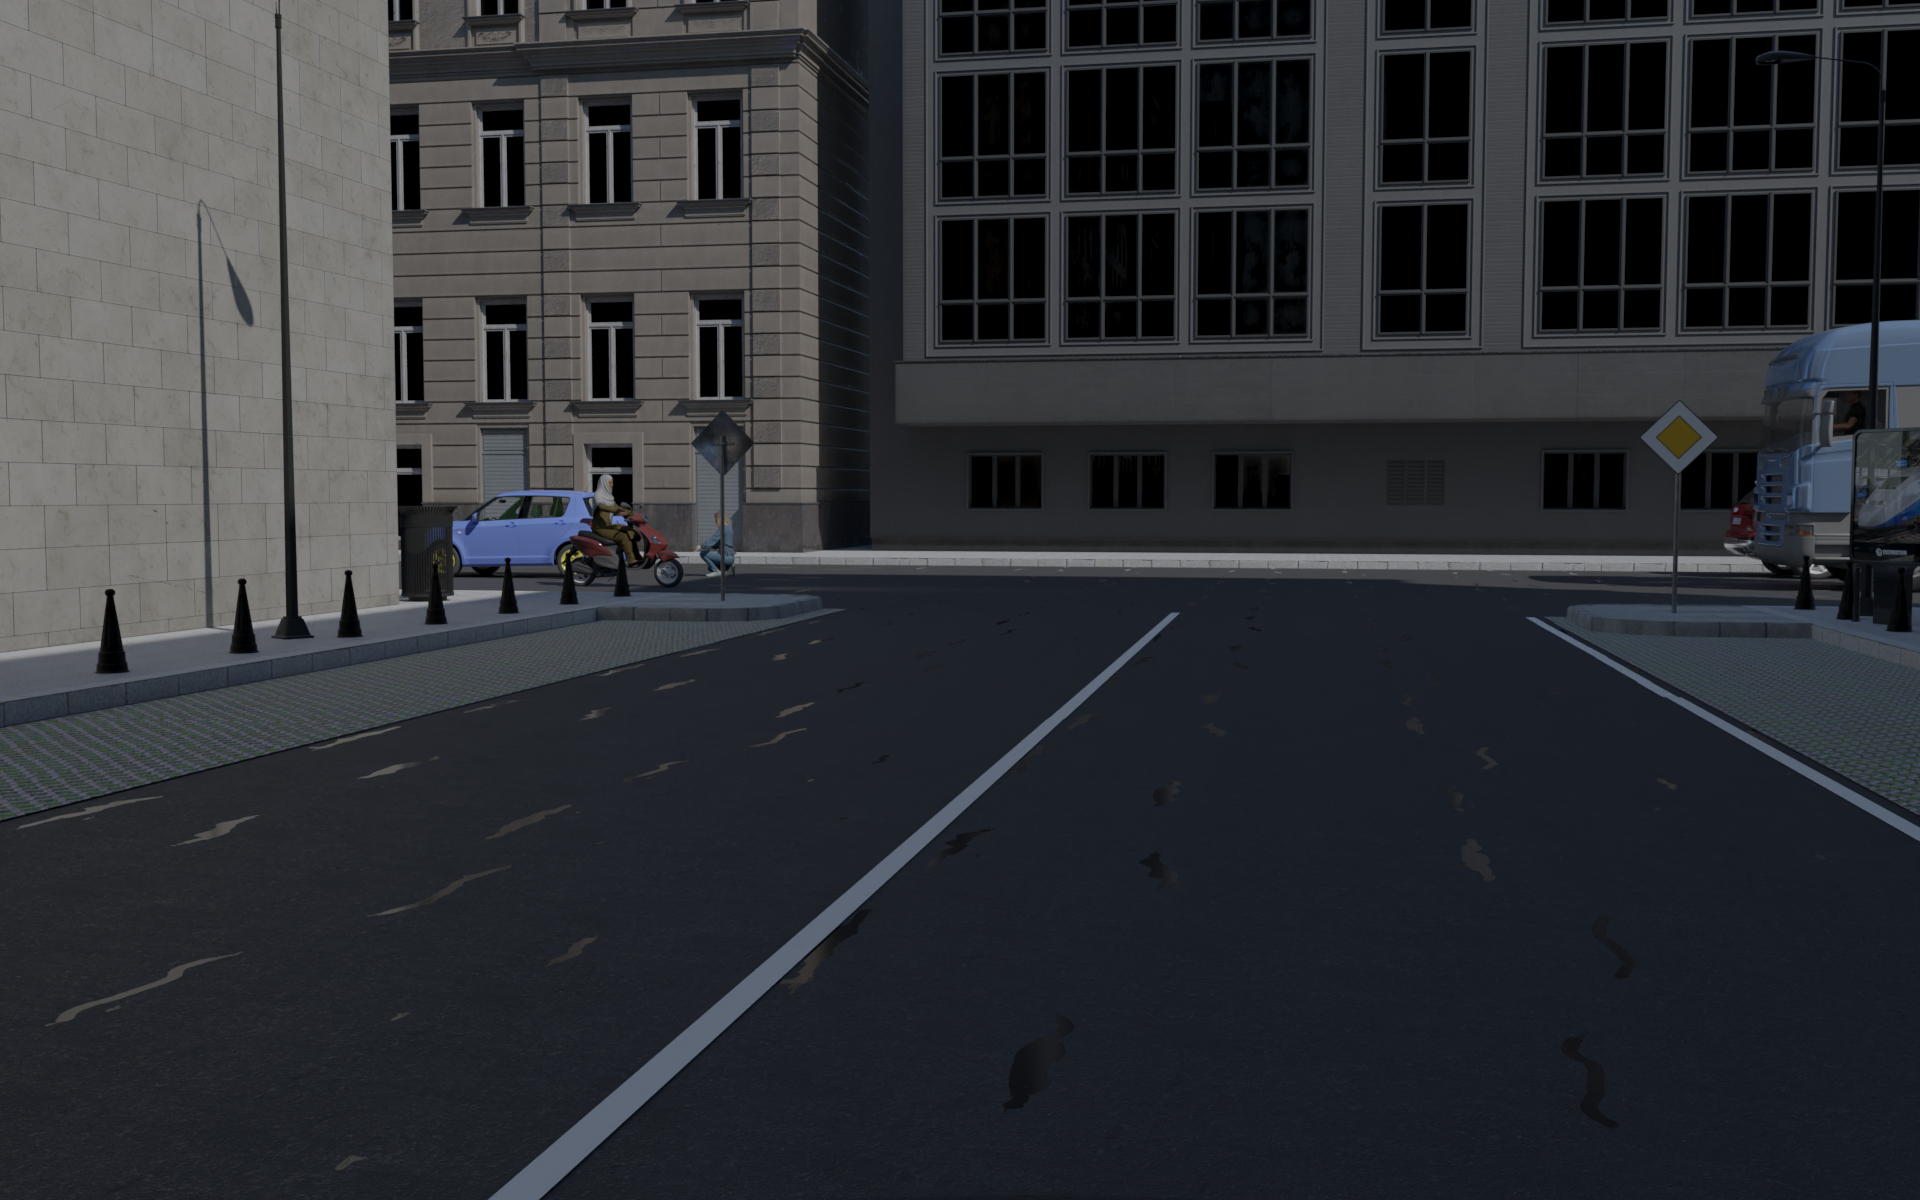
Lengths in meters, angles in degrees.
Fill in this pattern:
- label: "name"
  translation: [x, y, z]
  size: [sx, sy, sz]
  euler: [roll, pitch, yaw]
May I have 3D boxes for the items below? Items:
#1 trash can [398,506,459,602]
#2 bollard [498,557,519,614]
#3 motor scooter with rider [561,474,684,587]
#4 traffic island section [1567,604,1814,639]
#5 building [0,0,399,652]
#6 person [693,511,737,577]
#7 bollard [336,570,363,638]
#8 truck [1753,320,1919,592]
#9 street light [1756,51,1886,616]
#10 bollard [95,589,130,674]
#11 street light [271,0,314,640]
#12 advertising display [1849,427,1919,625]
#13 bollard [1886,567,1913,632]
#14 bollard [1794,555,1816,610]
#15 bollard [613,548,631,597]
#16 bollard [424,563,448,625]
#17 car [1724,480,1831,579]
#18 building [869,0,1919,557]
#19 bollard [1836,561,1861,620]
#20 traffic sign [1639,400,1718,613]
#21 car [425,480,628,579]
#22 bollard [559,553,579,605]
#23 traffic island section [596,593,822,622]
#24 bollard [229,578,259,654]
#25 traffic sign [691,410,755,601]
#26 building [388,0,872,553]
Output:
- label: "trash can"
  translation: [-6.404, -0.560, 20.808]
  size: [0.748, 1.137, 0.748]
  euler: [0, 3, 0]
- label: "bollard"
  translation: [-4.859, -0.158, 18.623]
  size: [0.229, 0.601, 0.229]
  euler: [0, 3, 0]
- label: "motor scooter with rider"
  translation: [-5.236, -1.086, 26.724]
  size: [1.986, 1.779, 0.876]
  euler: [1, 4, 11]
- label: "traffic island section"
  translation: [7.713, 0.221, 18.662]
  size: [2.009, 0.180, 2.903]
  euler: [1, 4, 11]
- label: "building"
  translation: [-15.777, -9.867, 16.069]
  size: [16.860, 20.320, 10.420]
  euler: [1, 4, 11]
- label: "person"
  translation: [-4.294, -0.986, 30.121]
  size: [0.738, 1.151, 1.012]
  euler: [1, 4, 17]
- label: "bollard"
  translation: [-5.483, 0.030, 15.544]
  size: [0.229, 0.601, 0.229]
  euler: [0, 3, 0]
- label: "truck"
  translation: [20.907, -2.142, 24.784]
  size: [18.799, 4.110, 2.967]
  euler: [1, 4, 11]
- label: "street light"
  translation: [9.052, -2.795, 18.247]
  size: [1.470, 5.913, 1.316]
  euler: [1, 4, 11]
- label: "bollard"
  translation: [-6.103, 0.220, 12.452]
  size: [0.229, 0.601, 0.229]
  euler: [0, 3, 0]
- label: "street light"
  translation: [-5.422, -2.606, 15.155]
  size: [1.470, 5.913, 1.316]
  euler: [1, 4, 11]
- label: "advertising display"
  translation: [9.145, -0.717, 16.938]
  size: [0.123, 1.923, 0.974]
  euler: [-1, 4, -20]
- label: "bollard"
  translation: [8.775, -0.007, 16.159]
  size: [0.229, 0.601, 0.229]
  euler: [0, 3, 0]
- label: "bollard"
  translation: [9.399, -0.196, 19.247]
  size: [0.229, 0.601, 0.229]
  euler: [0, 3, 0]
- label: "bollard"
  translation: [-4.239, -0.347, 21.708]
  size: [0.229, 0.601, 0.229]
  euler: [0, 3, 0]
- label: "bollard"
  translation: [-5.174, -0.064, 17.084]
  size: [0.229, 0.601, 0.229]
  euler: [0, 3, 0]
- label: "car"
  translation: [16.006, -1.286, 29.696]
  size: [5.304, 1.827, 2.281]
  euler: [1, 4, 10]
- label: "building"
  translation: [10.708, -15.150, 41.216]
  size: [24.014, 27.812, 14.314]
  euler: [1, 4, 11]
- label: "bollard"
  translation: [9.088, -0.101, 17.700]
  size: [0.229, 0.601, 0.229]
  euler: [0, 3, 0]
- label: "traffic sign"
  translation: [7.688, -0.914, 18.590]
  size: [0.795, 2.450, 0.064]
  euler: [1, 4, 11]
- label: "car"
  translation: [-7.603, -1.259, 30.169]
  size: [3.694, 1.707, 1.945]
  euler: [1, 4, 12]
- label: "bollard"
  translation: [-4.555, -0.252, 20.164]
  size: [0.229, 0.601, 0.229]
  euler: [0, 3, 0]
- label: "traffic island section"
  translation: [-2.865, 0.091, 20.792]
  size: [2.009, 0.180, 2.903]
  euler: [1, 4, 11]
- label: "bollard"
  translation: [-5.793, 0.125, 13.992]
  size: [0.229, 0.601, 0.229]
  euler: [0, 3, 0]
- label: "traffic sign"
  translation: [-2.841, -1.045, 20.725]
  size: [0.795, 2.450, 0.064]
  euler: [1, 4, 11]
- label: "building"
  translation: [-14.188, -15.140, 44.808]
  size: [25.104, 27.353, 12.463]
  euler: [1, 4, 11]
